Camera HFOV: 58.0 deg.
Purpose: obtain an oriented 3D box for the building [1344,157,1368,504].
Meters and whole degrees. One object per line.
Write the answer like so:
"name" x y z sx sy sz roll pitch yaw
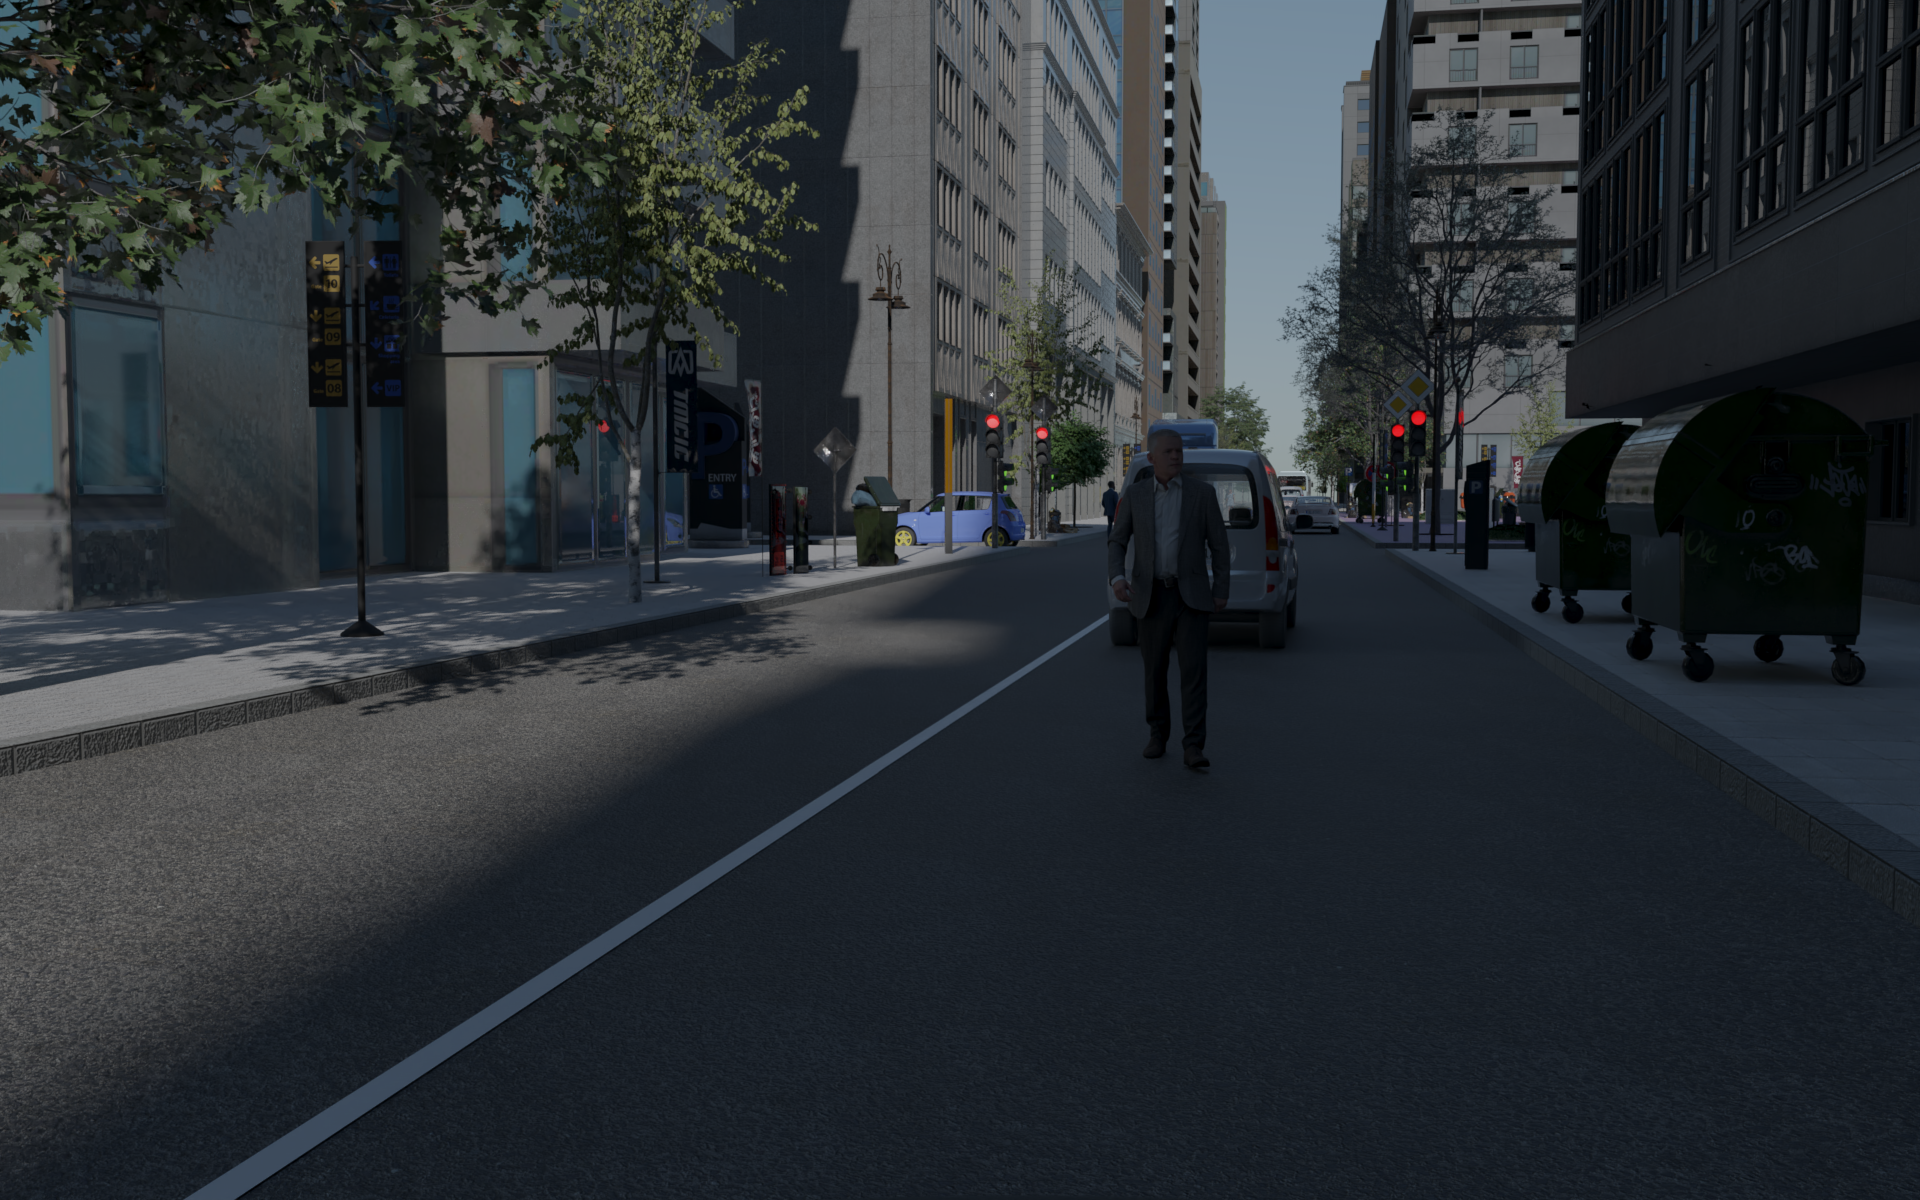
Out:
"building" 54.693 -32.302 211.724 14.154 41.232 14.086 1 4 11

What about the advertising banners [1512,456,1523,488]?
"advertising banners" 26.235 -5.071 79.096 2.074 3.025 0.090 1 4 11

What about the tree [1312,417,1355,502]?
"tree" 33.562 -12.546 155.495 4.360 8.622 3.978 0 3 0

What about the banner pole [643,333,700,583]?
"banner pole" -4.152 -2.133 24.896 0.863 3.779 0.401 1 4 8

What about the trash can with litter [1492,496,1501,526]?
"trash can with litter" 18.545 -2.950 59.297 1.678 1.210 2.233 2 4 30

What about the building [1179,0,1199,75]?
"building" 21.693 -47.741 218.816 20.563 71.187 20.611 1 4 11

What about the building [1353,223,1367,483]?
"building" 48.873 -25.167 183.188 14.160 30.474 14.107 1 4 11

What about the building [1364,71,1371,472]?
"building" 46.684 -31.644 167.488 14.600 45.320 14.200 1 4 11

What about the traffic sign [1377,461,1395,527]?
"traffic sign" 16.378 -4.061 66.510 0.768 2.556 0.104 1 4 12

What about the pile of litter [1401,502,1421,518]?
"pile of litter" 24.115 -4.763 91.847 1.719 0.858 1.176 -2 4 -24

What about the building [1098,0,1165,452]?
"building" 7.945 -29.405 130.888 14.600 45.320 14.200 1 4 11

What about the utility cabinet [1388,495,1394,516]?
"utility cabinet" 24.849 -5.425 99.861 0.306 1.237 1.020 0 4 8

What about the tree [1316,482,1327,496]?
"tree" 47.059 -14.032 224.024 1.663 3.219 1.824 0 3 0

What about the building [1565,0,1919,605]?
"building" 17.046 -13.977 22.030 14.314 27.812 24.014 1 4 11

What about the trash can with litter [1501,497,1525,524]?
"trash can with litter" 19.818 -3.075 61.664 1.055 1.170 0.624 2 4 34

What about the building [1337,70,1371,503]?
"building" 64.657 -43.072 246.225 21.231 58.520 28.212 1 4 11

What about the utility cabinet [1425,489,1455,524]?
"utility cabinet" 20.458 -3.984 73.821 1.173 1.500 0.318 1 4 11

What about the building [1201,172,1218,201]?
"building" 27.995 -39.093 258.773 23.786 49.044 30.456 1 4 11

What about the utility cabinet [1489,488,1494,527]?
"utility cabinet" 19.555 -3.404 64.335 0.318 1.500 1.173 2 4 26

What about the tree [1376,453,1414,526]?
"tree" 17.517 -4.594 69.706 1.663 3.219 1.824 0 3 0

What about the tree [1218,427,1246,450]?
"tree" 28.478 -14.375 185.399 4.737 8.622 4.395 0 3 0

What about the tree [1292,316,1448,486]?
"tree" 25.337 -11.621 107.009 9.611 12.733 9.660 0 3 0

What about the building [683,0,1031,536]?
"building" -4.894 -14.975 62.860 12.078 24.808 19.932 1 4 11

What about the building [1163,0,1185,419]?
"building" 9.172 -51.358 152.373 22.319 86.520 31.000 1 4 11

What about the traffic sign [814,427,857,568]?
"traffic sign" -2.155 -1.751 29.819 0.795 2.450 0.064 1 4 18

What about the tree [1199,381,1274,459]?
"tree" 30.356 -17.630 194.897 9.857 13.997 8.962 0 3 0

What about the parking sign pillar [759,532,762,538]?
"parking sign pillar" -6.478 -3.795 50.515 1.447 3.967 1.447 -1 4 -21

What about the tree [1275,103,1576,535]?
"tree" 15.026 -8.778 53.884 12.009 13.543 11.850 0 3 0

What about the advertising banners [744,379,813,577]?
"advertising banners" -2.858 -1.900 27.255 0.090 3.025 2.074 2 4 24

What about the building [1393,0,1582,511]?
"building" 47.413 -33.163 131.451 28.713 52.752 27.495 1 4 11

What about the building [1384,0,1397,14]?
"building" 44.309 -30.789 153.510 14.600 45.320 14.200 1 4 11

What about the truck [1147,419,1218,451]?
"truck" 8.992 -4.782 67.940 2.967 4.110 18.799 1 4 9

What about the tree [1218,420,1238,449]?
"tree" 25.668 -13.536 171.682 4.360 8.622 3.978 0 3 0

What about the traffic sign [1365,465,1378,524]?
"traffic sign" 17.872 -4.563 74.705 0.768 2.556 0.104 1 4 19

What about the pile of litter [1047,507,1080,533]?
"pile of litter" 3.381 -2.646 57.226 1.176 0.858 1.719 1 4 18

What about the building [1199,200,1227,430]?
"building" 28.784 -33.786 235.993 14.154 41.232 14.086 1 4 11

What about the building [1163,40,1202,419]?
"building" 13.770 -34.071 180.757 21.300 48.544 21.600 1 4 11

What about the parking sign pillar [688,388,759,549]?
"parking sign pillar" -5.758 -3.225 41.198 1.447 3.967 1.447 1 4 9

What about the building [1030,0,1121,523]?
"building" 0.943 -18.922 86.863 11.434 29.767 29.804 1 4 11

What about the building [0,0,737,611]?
"building" -20.294 -25.073 29.552 30.456 49.044 23.786 1 4 11

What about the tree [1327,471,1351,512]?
"tree" 27.882 -7.991 125.250 1.663 3.219 1.824 0 3 0

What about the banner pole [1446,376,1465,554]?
"banner pole" 10.580 -2.857 36.725 0.401 3.779 0.863 0 4 5

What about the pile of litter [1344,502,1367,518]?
"pile of litter" 21.246 -4.833 92.981 1.176 0.858 1.719 0 4 7

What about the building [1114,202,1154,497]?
"building" 5.819 -16.874 112.042 11.583 22.565 21.152 1 4 11
